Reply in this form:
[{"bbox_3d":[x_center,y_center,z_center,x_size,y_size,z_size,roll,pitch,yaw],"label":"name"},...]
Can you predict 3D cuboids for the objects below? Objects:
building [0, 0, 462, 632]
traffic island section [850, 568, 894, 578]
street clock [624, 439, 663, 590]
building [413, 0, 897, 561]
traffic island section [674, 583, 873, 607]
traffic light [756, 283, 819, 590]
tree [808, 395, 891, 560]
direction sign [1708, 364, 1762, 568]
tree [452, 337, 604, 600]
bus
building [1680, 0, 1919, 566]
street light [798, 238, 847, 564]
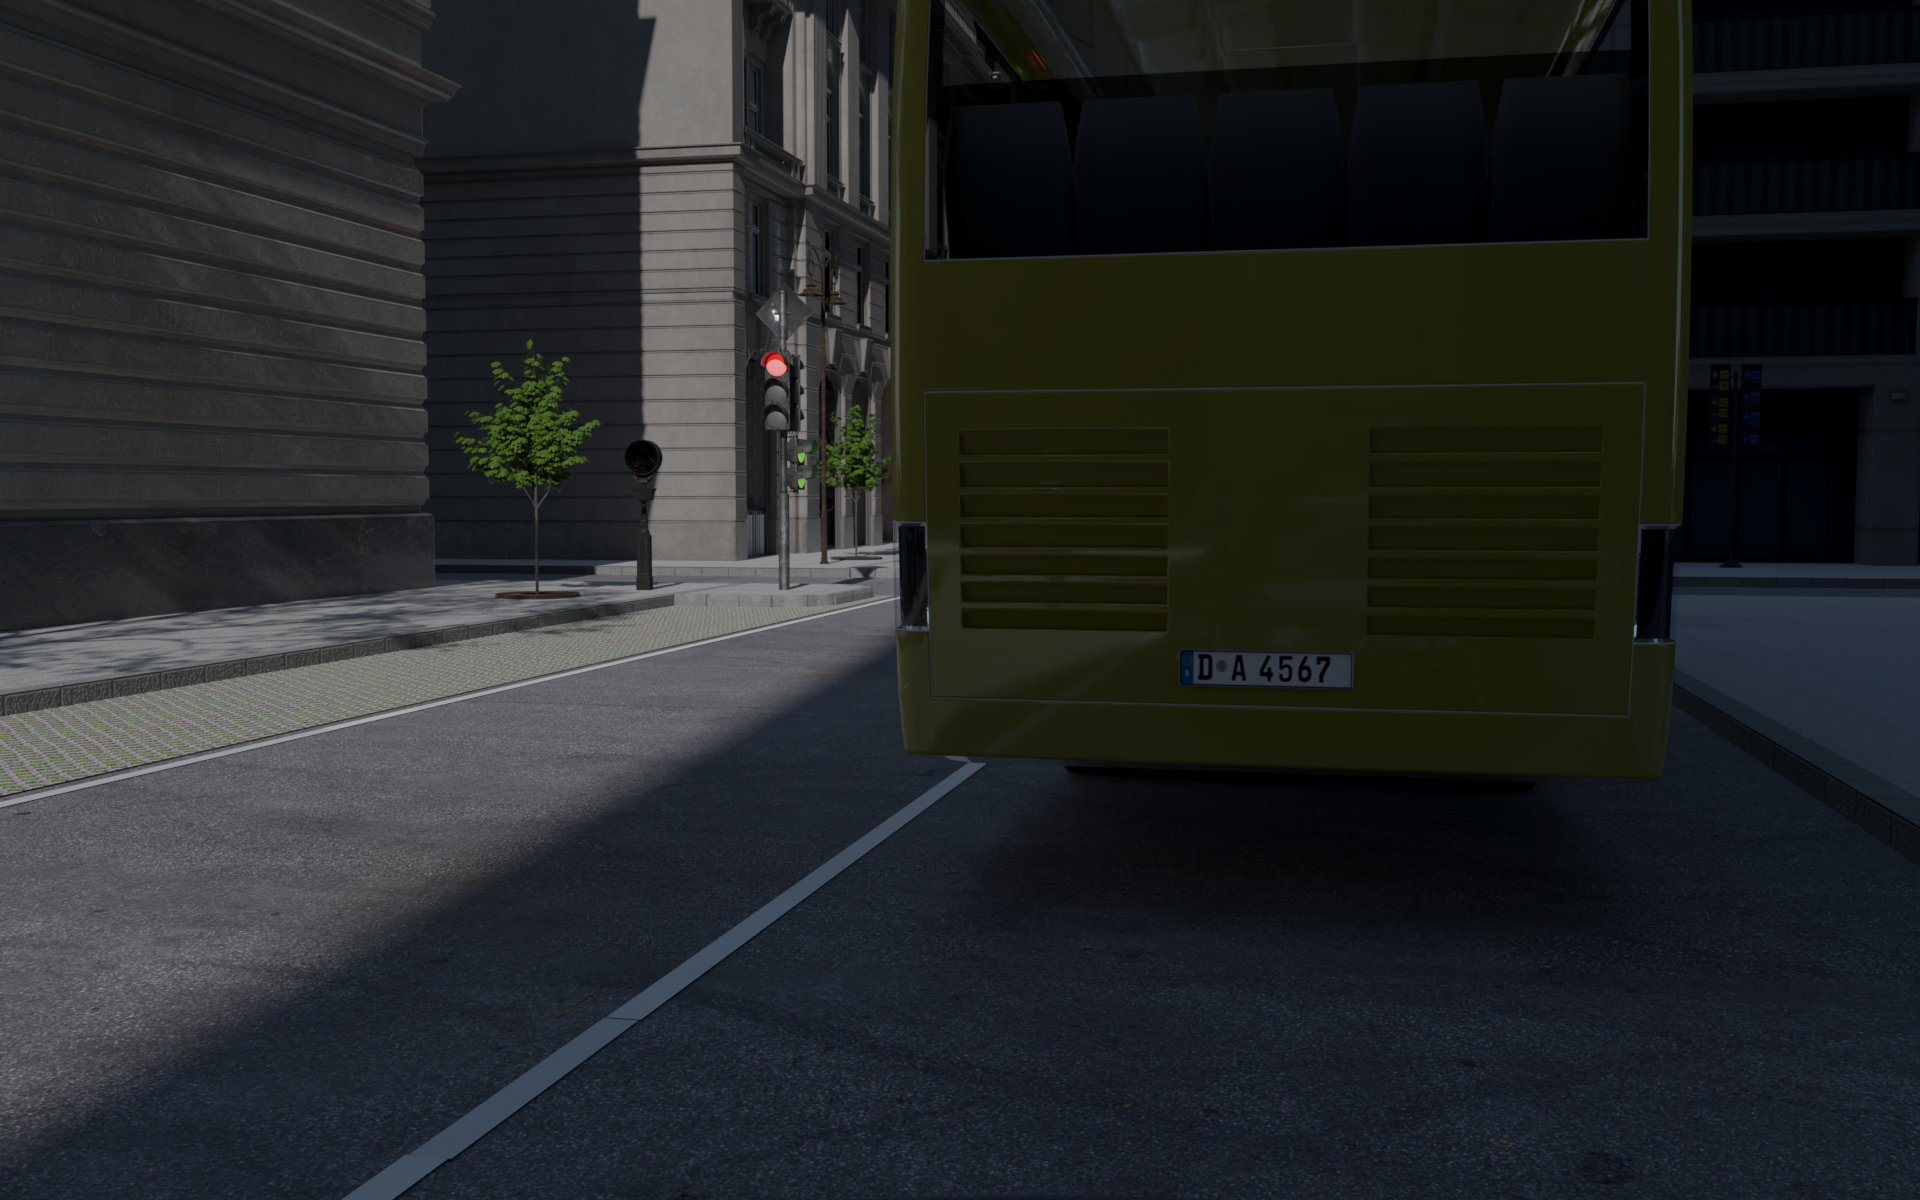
[{"bbox_3d":[-17.278,-11.717,20.449,19.941,23.489,11.050,1,4,13],"label":"building"},{"bbox_3d":[-0.618,-0.535,31.028,2.009,0.180,2.903,1,4,13],"label":"traffic island section"},{"bbox_3d":[-4.217,-1.134,23.108,0.471,2.002,0.358,0,4,3],"label":"street clock"},{"bbox_3d":[-7.461,-12.423,44.912,13.314,21.916,24.055,1,4,13],"label":"building"},{"bbox_3d":[-2.375,-0.059,23.238,2.009,0.180,2.903,1,4,13],"label":"traffic island section"},{"bbox_3d":[-2.338,-2.090,23.094,0.839,4.253,0.868,1,4,13],"label":"traffic light"},{"bbox_3d":[-1.945,-2.411,34.016,1.663,3.219,1.824,0,3,0],"label":"tree"},{"bbox_3d":[13.467,-2.334,30.151,0.876,3.537,0.379,0,4,2],"label":"direction sign"},{"bbox_3d":[-5.307,-1.652,21.606,1.663,3.219,1.824,0,3,0],"label":"tree"},{"bbox_3d":[2.316,-1.215,11.418,2.896,3.916,12.252,1,4,13],"label":"bus"},{"bbox_3d":[23.964,-36.652,37.512,20.611,71.187,20.563,1,4,13],"label":"building"},{"bbox_3d":[-2.487,-3.595,31.564,0.468,5.910,1.993,1,4,13],"label":"street light"}]
